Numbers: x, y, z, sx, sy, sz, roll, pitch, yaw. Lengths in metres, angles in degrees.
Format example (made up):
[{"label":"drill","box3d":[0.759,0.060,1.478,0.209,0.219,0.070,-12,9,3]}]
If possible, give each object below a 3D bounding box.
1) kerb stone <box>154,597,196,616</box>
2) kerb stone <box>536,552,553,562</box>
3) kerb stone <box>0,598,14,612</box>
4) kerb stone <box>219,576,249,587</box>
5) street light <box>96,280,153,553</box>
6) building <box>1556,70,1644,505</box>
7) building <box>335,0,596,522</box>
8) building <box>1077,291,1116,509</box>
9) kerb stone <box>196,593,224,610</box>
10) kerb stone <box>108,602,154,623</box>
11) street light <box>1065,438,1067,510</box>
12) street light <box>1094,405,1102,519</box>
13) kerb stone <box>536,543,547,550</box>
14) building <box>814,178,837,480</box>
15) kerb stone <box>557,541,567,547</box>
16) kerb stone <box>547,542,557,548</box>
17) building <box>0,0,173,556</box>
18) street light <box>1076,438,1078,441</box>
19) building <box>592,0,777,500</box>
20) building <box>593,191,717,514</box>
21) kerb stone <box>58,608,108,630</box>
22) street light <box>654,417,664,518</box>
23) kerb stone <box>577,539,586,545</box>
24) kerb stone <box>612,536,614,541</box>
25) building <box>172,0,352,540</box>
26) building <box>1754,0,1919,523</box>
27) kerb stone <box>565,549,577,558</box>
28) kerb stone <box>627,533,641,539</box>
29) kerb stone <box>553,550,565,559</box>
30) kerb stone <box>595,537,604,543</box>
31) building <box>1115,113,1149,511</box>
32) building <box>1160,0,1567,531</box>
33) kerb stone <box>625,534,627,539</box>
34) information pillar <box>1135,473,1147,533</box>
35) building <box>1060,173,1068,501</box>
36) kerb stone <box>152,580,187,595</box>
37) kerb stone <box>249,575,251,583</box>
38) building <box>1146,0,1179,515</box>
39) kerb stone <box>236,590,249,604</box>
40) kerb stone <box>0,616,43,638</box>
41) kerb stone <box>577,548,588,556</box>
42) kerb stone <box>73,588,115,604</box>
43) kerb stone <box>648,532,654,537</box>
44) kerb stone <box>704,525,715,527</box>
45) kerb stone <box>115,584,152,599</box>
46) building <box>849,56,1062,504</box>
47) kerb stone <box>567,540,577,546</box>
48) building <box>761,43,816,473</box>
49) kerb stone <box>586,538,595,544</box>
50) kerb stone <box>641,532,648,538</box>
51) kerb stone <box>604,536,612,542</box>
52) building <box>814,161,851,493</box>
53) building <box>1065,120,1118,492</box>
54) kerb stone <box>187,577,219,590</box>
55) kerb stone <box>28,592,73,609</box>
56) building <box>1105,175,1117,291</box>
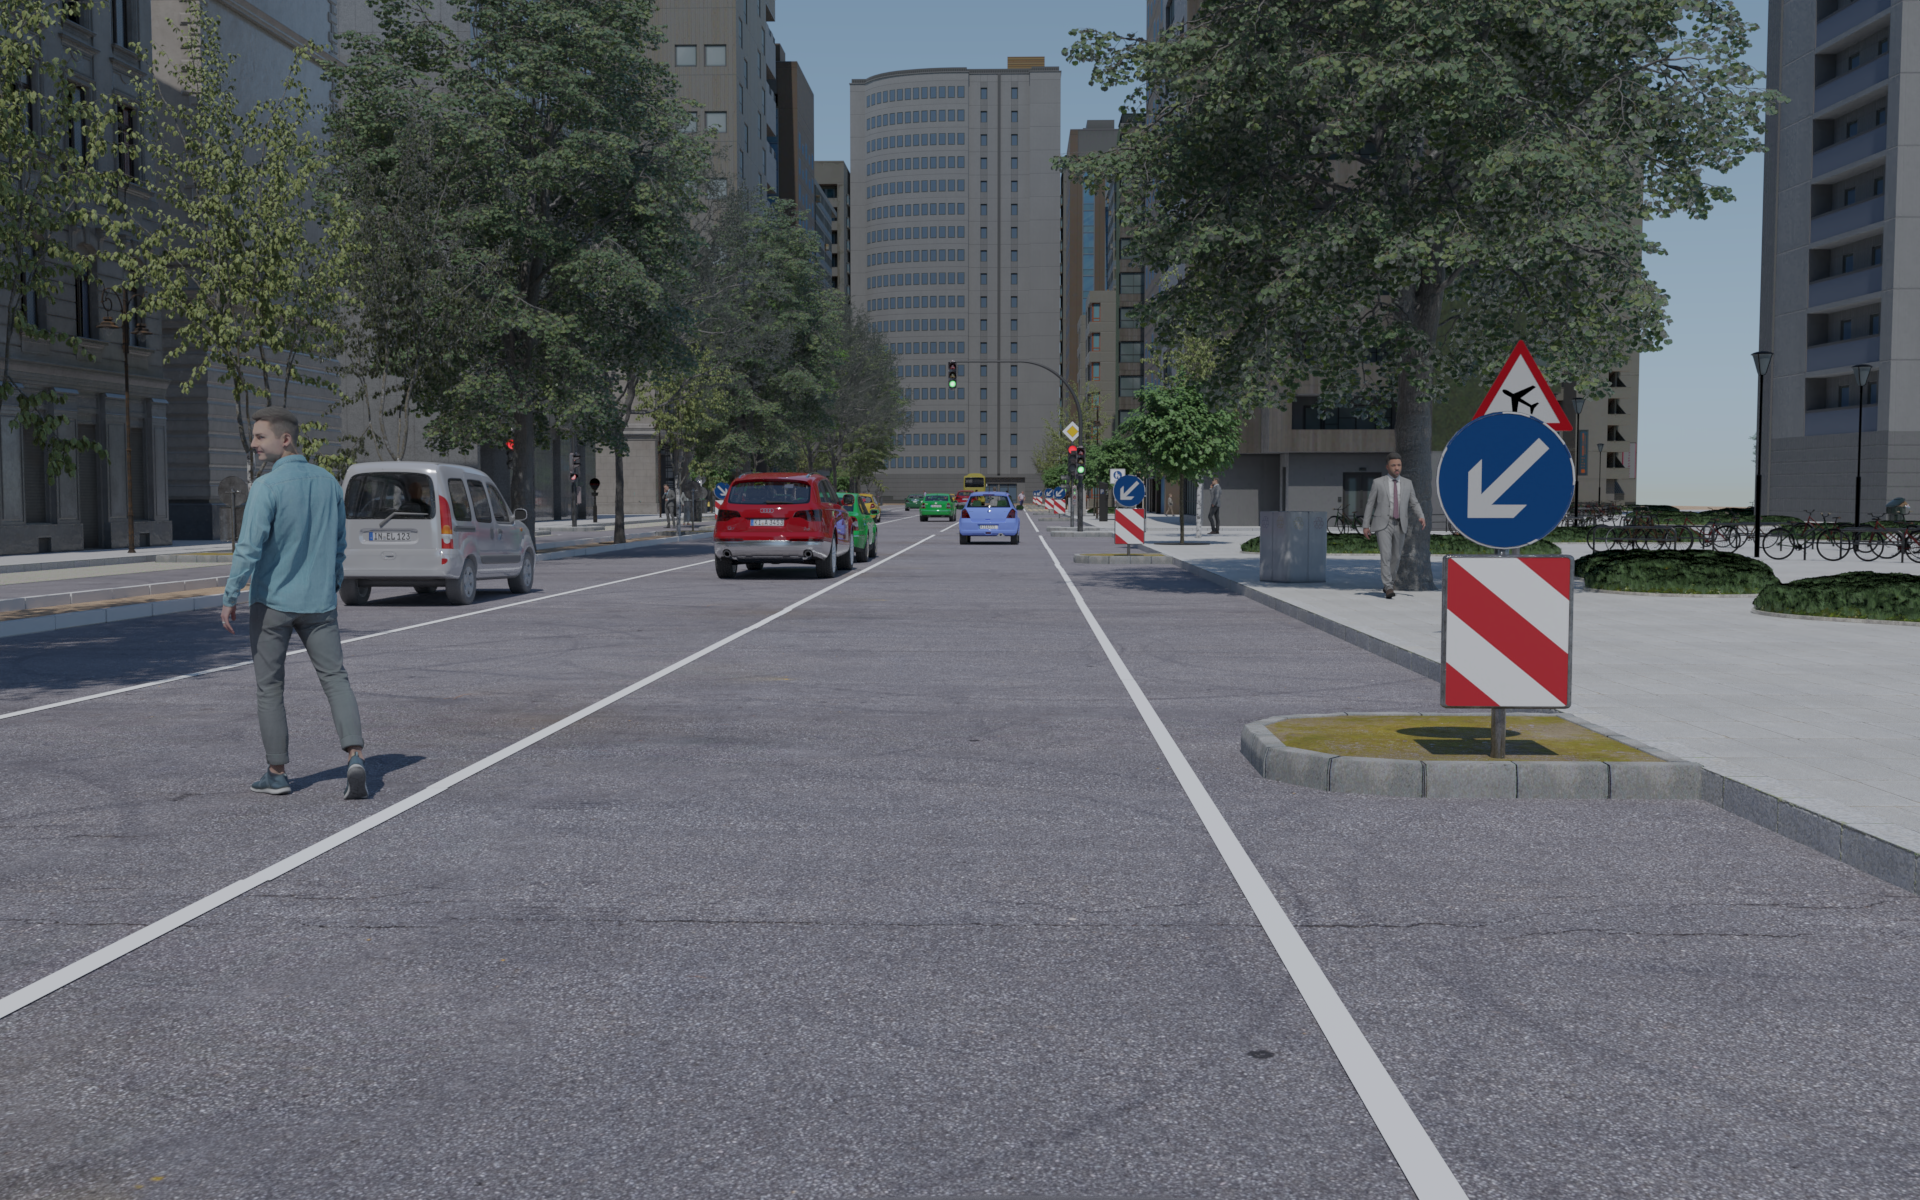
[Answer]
[{"label":"kerb stone","box3d":[-9.509,0.084,20.817,0.120,0.150,1.000,0,4,2]},{"label":"kerb stone","box3d":[-8.996,-0.915,37.221,0.120,0.150,1.000,0,4,2]},{"label":"kerb stone","box3d":[-11.618,0.081,20.878,0.120,0.150,1.000,0,4,2]},{"label":"kerb stone","box3d":[-11.414,-0.295,27.025,0.120,0.150,1.000,0,4,2]},{"label":"street light","box3d":[-18.039,-3.961,37.545,0.468,5.910,1.993,0,4,2]},{"label":"building","box3d":[67.715,-35.442,203.177,21.600,48.544,21.300,0,4,2]},{"label":"building","box3d":[-25.244,-16.005,79.709,12.078,24.808,19.932,0,4,2]},{"label":"building","box3d":[25.276,-19.350,161.413,27.650,21.520,28.899,0,4,2]},{"label":"kerb stone","box3d":[-9.475,0.022,21.846,0.120,0.150,1.000,0,4,2]},{"label":"kerb stone","box3d":[-9.543,0.147,19.787,0.120,0.150,1.000,0,4,2]},{"label":"street light","box3d":[8.705,-10.325,141.599,0.468,5.910,1.993,0,4,2]},{"label":"street light","box3d":[7.109,-7.149,89.680,0.468,5.910,1.993,0,4,2]},{"label":"kerb stone","box3d":[-10.869,-1.357,44.459,0.120,0.150,1.000,0,4,2]},{"label":"building","box3d":[-27.009,-31.122,200.731,23.993,40.220,32.217,0,4,2]},{"label":"kerb stone","box3d":[-10.803,-1.486,46.509,0.120,0.150,1.000,0,4,2]},{"label":"kerb stone","box3d":[-10.839,-1.423,45.485,0.120,0.150,1.000,0,4,2]},{"label":"building","box3d":[-24.613,-11.295,33.823,9.793,20.994,18.267,0,4,2]},{"label":"street light","box3d":[7.906,-8.720,115.366,0.468,5.910,1.993,0,4,2]},{"label":"building","box3d":[-31.347,-34.674,156.155,28.713,52.752,27.495,0,4,2]},{"label":"building","box3d":[-23.525,-15.865,110.297,10.553,20.767,40.483,0,4,2]},{"label":"kerb stone","box3d":[-9.580,0.212,18.764,0.120,0.150,1.000,0,4,2]},{"label":"street light","box3d":[-16.249,-7.401,93.797,0.468,5.910,1.993,0,4,2]},{"label":"kerb stone","box3d":[-10.736,-1.611,48.560,0.120,0.150,1.000,0,4,2]},{"label":"kerb stone","box3d":[-10.599,-1.864,52.665,0.120,0.150,1.000,0,4,2]},{"label":"building","box3d":[-29.771,-13.665,52.302,19.941,23.489,11.050,0,4,2]},{"label":"building","box3d":[53.721,-32.680,76.321,28.212,58.520,21.231,0,4,2]},{"label":"kerb stone","box3d":[-8.932,-1.044,39.265,0.120,0.150,1.000,0,4,2]},{"label":"kerb stone","box3d":[-10.517,-2.051,55.737,0.120,0.150,1.000,0,4,2]},{"label":"kerb stone","box3d":[-8.960,-0.976,38.243,0.120,0.150,1.000,0,4,2]},{"label":"kerb stone","box3d":[-10.671,-1.738,50.614,0.120,0.150,1.000,0,4,2]},{"label":"building","box3d":[19.015,-22.188,134.476,14.160,30.474,14.107,0,4,2]},{"label":"building","box3d":[15.758,-18.312,71.102,14.107,30.474,14.160,0,4,2]},{"label":"kerb stone","box3d":[-10.567,-1.923,53.687,0.120,0.150,1.000,0,4,2]},{"label":"information pillar","box3d":[6.026,-3.255,57.718,0.304,2.012,0.304,2,4,26]},{"label":"building","box3d":[24.305,-37.486,236.592,21.600,48.544,21.300,0,4,2]},{"label":"kerb stone","box3d":[-11.484,-0.170,24.977,0.120,0.150,1.000,0,4,2]},{"label":"kerb stone","box3d":[-11.387,-0.350,28.051,0.120,0.150,1.000,0,4,2]},{"label":"building","box3d":[19.431,-28.243,111.887,14.600,45.320,14.200,0,4,2]},{"label":"kerb stone","box3d":[-9.450,-0.041,22.879,0.120,0.150,1.000,0,4,2]},{"label":"kerb stone","box3d":[-9.602,0.276,17.735,0.120,0.150,1.000,0,4,2]},{"label":"kerb stone","box3d":[-8.898,-1.107,40.290,0.120,0.150,1.000,0,4,2]},{"label":"kerb stone","box3d":[-11.543,-0.045,22.925,0.120,0.150,1.000,0,4,2]},{"label":"kerb stone","box3d":[-10.442,-2.176,57.780,0.120,0.150,1.000,0,4,2]},{"label":"kerb stone","box3d":[-10.071,-2.896,69.543,0.120,0.150,1.000,0,4,2]},{"label":"kerb stone","box3d":[-11.523,-0.105,23.956,0.120,0.150,1.000,0,4,2]},{"label":"building","box3d":[-0.585,-42.519,237.177,28.212,58.520,21.231,0,4,2]},{"label":"kerb stone","box3d":[-10.765,-1.550,47.533,0.120,0.150,1.000,0,4,2]},{"label":"building","box3d":[-22.512,-32.221,176.922,14.600,45.320,14.200,0,4,2]},{"label":"kerb stone","box3d":[-10.704,-1.675,49.589,0.120,0.150,1.000,0,4,2]},{"label":"kerb stone","box3d":[-10.480,-2.114,56.759,0.120,0.150,1.000,0,4,2]},{"label":"kerb stone","box3d":[-10.637,-1.800,51.636,0.120,0.150,1.000,0,4,2]},{"label":"building","box3d":[-25.433,-37.676,239.696,21.600,48.544,21.300,0,4,2]},{"label":"building","box3d":[19.828,-34.112,207.843,14.600,45.320,14.200,0,4,2]},{"label":"kerb stone","box3d":[-11.451,-0.229,25.999,0.120,0.150,1.000,0,4,2]},{"label":"kerb stone","box3d":[-11.583,0.018,21.899,0.120,0.150,1.000,0,4,2]},{"label":"building","box3d":[28.680,-30.360,188.265,32.217,40.220,23.993,0,4,2]}]
